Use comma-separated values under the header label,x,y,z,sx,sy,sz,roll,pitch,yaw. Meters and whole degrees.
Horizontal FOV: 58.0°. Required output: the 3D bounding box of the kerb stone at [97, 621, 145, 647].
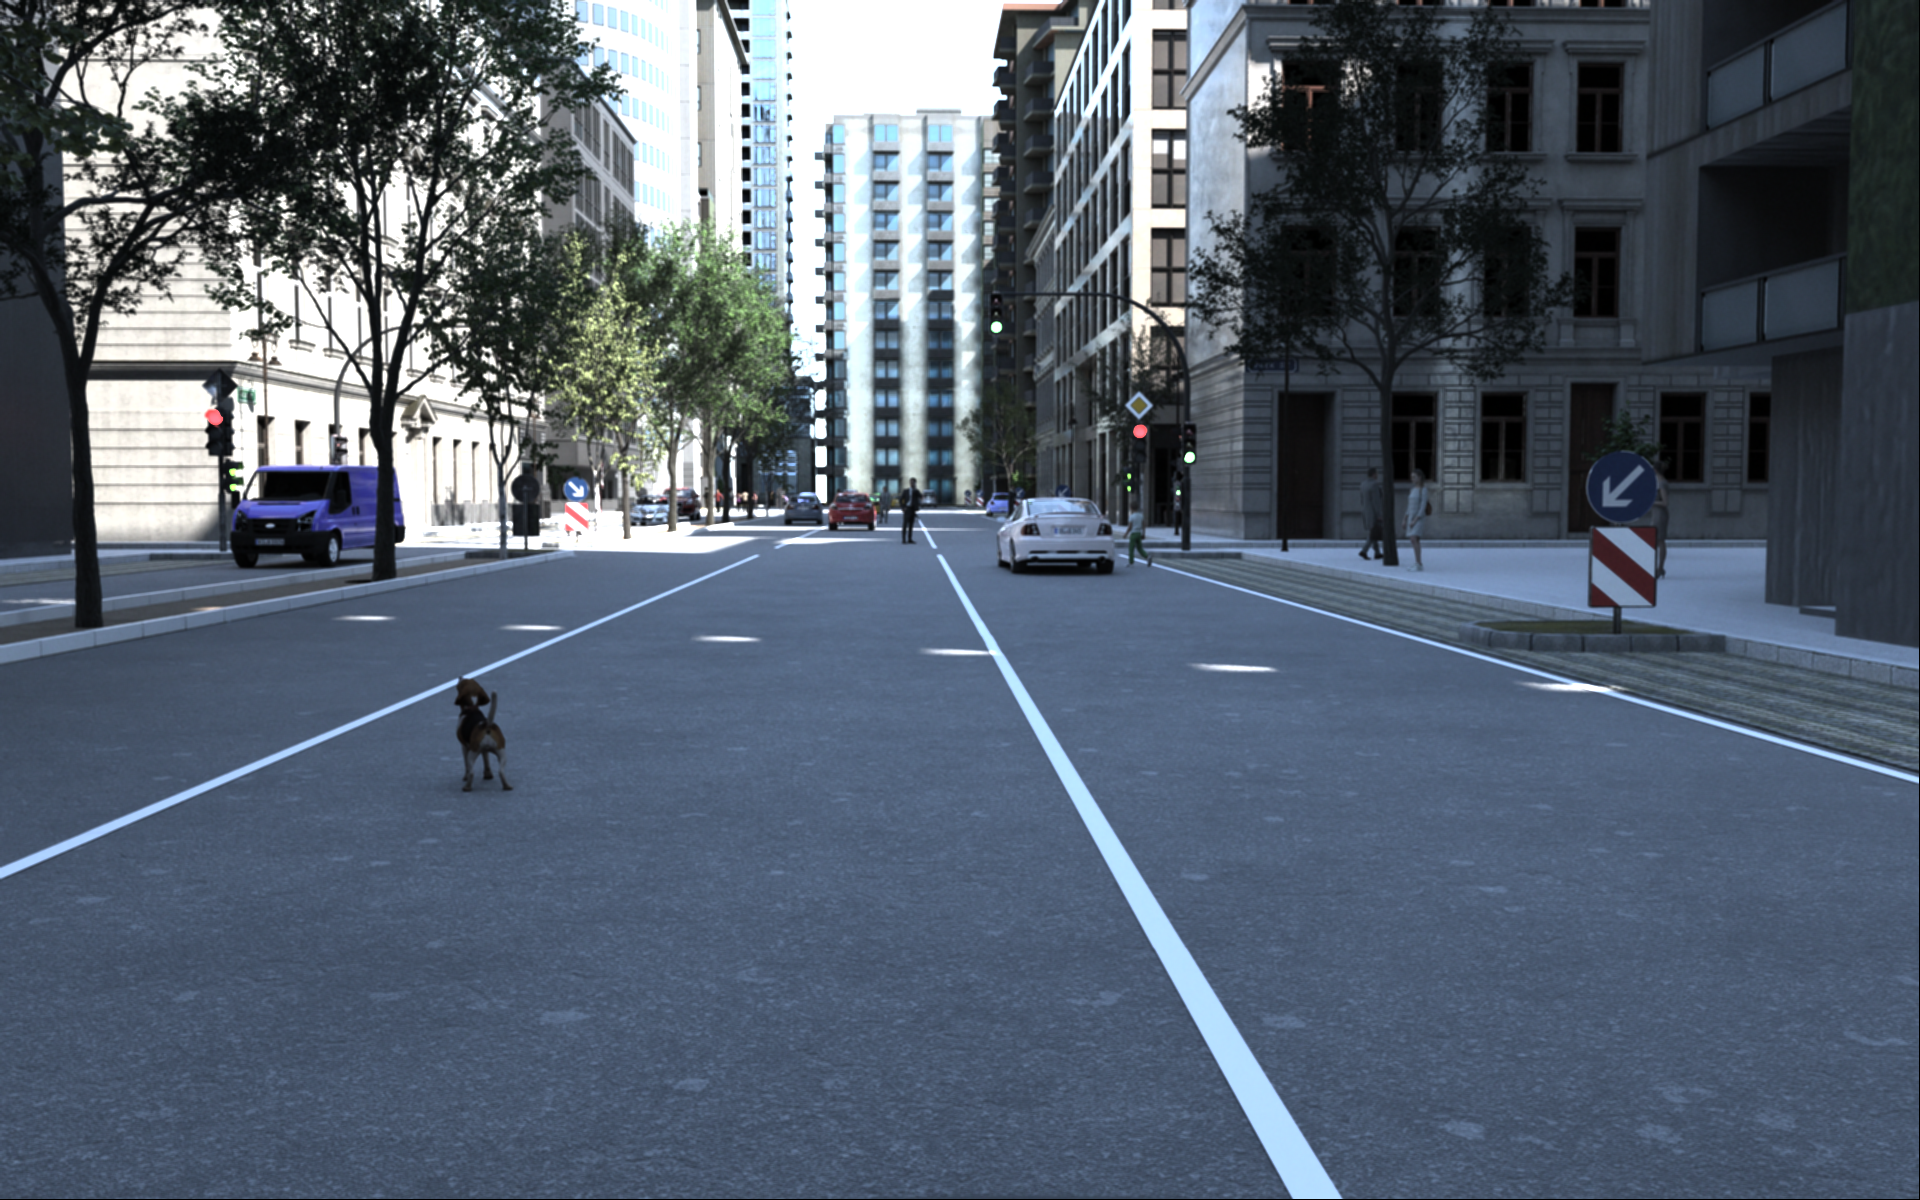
label,x,y,z,sx,sy,sz,roll,pitch,yaw
kerb stone,-8.181,0.335,16.735,0.120,0.150,1.000,0,4,-2

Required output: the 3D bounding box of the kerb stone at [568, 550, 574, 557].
label,x,y,z,sx,sy,sz,roll,pitch,yaw
kerb stone,-8.908,-1.044,39.260,0.120,0.150,1.000,0,4,-2

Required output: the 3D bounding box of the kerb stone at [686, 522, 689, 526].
label,x,y,z,sx,sy,sz,roll,pitch,yaw
kerb stone,-12.224,-3.328,76.613,0.120,0.150,1.000,0,4,-2

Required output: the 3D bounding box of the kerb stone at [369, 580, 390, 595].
label,x,y,z,sx,sy,sz,roll,pitch,yaw
kerb stone,-8.446,-0.167,24.930,0.120,0.150,1.000,0,4,-2

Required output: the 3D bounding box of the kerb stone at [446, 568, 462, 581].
label,x,y,z,sx,sy,sz,roll,pitch,yaw
kerb stone,-8.575,-0.418,29.032,0.120,0.150,1.000,0,4,-2

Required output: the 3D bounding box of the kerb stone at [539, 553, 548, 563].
label,x,y,z,sx,sy,sz,roll,pitch,yaw
kerb stone,-8.819,-0.854,36.194,0.120,0.150,1.000,0,4,-2

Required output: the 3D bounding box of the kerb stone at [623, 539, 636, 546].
label,x,y,z,sx,sy,sz,roll,pitch,yaw
kerb stone,-9.187,-1.576,47.968,0.120,0.150,1.000,0,4,-2

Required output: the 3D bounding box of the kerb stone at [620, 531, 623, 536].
label,x,y,z,sx,sy,sz,roll,pitch,yaw
kerb stone,-11.645,-2.261,59.174,0.120,0.150,1.000,0,4,-2

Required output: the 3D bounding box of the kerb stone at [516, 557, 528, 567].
label,x,y,z,sx,sy,sz,roll,pitch,yaw
kerb stone,-8.746,-0.731,34.151,0.120,0.150,1.000,0,4,-2

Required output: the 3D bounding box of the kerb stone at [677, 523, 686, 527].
label,x,y,z,sx,sy,sz,roll,pitch,yaw
kerb stone,-12.194,-3.263,75.589,0.120,0.150,1.000,0,4,-2

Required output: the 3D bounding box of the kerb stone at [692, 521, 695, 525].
label,x,y,z,sx,sy,sz,roll,pitch,yaw
kerb stone,-12.290,-3.448,78.657,0.120,0.150,1.000,0,4,-2

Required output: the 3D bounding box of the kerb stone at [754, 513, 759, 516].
label,x,y,z,sx,sy,sz,roll,pitch,yaw
kerb stone,-13.419,-5.584,113.492,0.120,0.150,1.000,0,4,-2

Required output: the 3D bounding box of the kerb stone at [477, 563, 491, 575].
label,x,y,z,sx,sy,sz,roll,pitch,yaw
kerb stone,-8.639,-0.543,31.075,0.120,0.150,1.000,0,4,-2

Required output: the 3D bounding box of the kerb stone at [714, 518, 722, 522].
label,x,y,z,sx,sy,sz,roll,pitch,yaw
kerb stone,-12.689,-4.202,90.960,0.120,0.150,1.000,0,4,-2

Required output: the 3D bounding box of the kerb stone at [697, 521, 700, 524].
label,x,y,z,sx,sy,sz,roll,pitch,yaw
kerb stone,-12.355,-3.578,80.704,0.120,0.150,1.000,0,4,-2

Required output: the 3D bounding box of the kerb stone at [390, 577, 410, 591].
label,x,y,z,sx,sy,sz,roll,pitch,yaw
kerb stone,-8.483,-0.230,25.961,0.120,0.150,1.000,0,4,-2

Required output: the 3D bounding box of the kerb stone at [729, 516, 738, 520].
label,x,y,z,sx,sy,sz,roll,pitch,yaw
kerb stone,-12.958,-4.706,99.173,0.120,0.150,1.000,0,4,-2

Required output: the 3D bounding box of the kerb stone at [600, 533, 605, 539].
label,x,y,z,sx,sy,sz,roll,pitch,yaw
kerb stone,-11.525,-2.009,55.072,0.120,0.150,1.000,0,4,-2

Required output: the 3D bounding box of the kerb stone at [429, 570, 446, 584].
label,x,y,z,sx,sy,sz,roll,pitch,yaw
kerb stone,-8.544,-0.353,28.010,0.120,0.150,1.000,0,4,-2

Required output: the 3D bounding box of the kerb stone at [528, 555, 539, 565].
label,x,y,z,sx,sy,sz,roll,pitch,yaw
kerb stone,-8.773,-0.790,35.173,0.120,0.150,1.000,0,4,-2

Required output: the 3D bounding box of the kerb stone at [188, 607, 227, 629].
label,x,y,z,sx,sy,sz,roll,pitch,yaw
kerb stone,-8.238,0.210,18.780,0.120,0.150,1.000,0,4,-2

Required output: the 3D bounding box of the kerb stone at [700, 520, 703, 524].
label,x,y,z,sx,sy,sz,roll,pitch,yaw
kerb stone,-12.387,-3.635,81.726,0.120,0.150,1.000,0,4,-2

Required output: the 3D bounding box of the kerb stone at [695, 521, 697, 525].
label,x,y,z,sx,sy,sz,roll,pitch,yaw
kerb stone,-12.317,-3.516,79.681,0.120,0.150,1.000,0,4,-2

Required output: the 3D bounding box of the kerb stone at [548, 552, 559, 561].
label,x,y,z,sx,sy,sz,roll,pitch,yaw
kerb stone,-8.842,-0.919,37.217,0.120,0.150,1.000,0,4,-2

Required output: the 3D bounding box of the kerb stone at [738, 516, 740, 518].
label,x,y,z,sx,sy,sz,roll,pitch,yaw
kerb stone,-12.989,-4.771,100.198,0.120,0.150,1.000,0,4,-2

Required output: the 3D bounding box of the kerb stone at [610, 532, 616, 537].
label,x,y,z,sx,sy,sz,roll,pitch,yaw
kerb stone,-11.591,-2.129,57.128,0.120,0.150,1.000,0,4,-2

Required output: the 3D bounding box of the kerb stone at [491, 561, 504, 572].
label,x,y,z,sx,sy,sz,roll,pitch,yaw
kerb stone,-8.671,-0.603,32.096,0.120,0.150,1.000,0,4,-2

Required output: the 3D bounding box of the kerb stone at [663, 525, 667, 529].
label,x,y,z,sx,sy,sz,roll,pitch,yaw
kerb stone,-11.987,-2.889,69.437,0.120,0.150,1.000,0,4,-2

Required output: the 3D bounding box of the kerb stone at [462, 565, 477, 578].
label,x,y,z,sx,sy,sz,roll,pitch,yaw
kerb stone,-8.611,-0.481,30.053,0.120,0.150,1.000,0,4,-2

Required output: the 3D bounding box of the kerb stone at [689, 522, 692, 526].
label,x,y,z,sx,sy,sz,roll,pitch,yaw
kerb stone,-12.255,-3.391,77.634,0.120,0.150,1.000,0,4,-2

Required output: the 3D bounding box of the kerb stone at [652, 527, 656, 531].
label,x,y,z,sx,sy,sz,roll,pitch,yaw
kerb stone,-11.885,-2.701,66.355,0.120,0.150,1.000,0,4,-2

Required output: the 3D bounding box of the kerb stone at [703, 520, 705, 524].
label,x,y,z,sx,sy,sz,roll,pitch,yaw
kerb stone,-12.423,-3.701,82.755,0.120,0.150,1.000,0,4,-2

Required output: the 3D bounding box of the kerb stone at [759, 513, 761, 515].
label,x,y,z,sx,sy,sz,roll,pitch,yaw
kerb stone,-13.448,-5.646,114.514,0.120,0.150,1.000,0,4,-2

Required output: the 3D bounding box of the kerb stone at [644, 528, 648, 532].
label,x,y,z,sx,sy,sz,roll,pitch,yaw
kerb stone,-11.828,-2.566,64.292,0.120,0.150,1.000,0,4,-2

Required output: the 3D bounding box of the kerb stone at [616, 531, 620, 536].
label,x,y,z,sx,sy,sz,roll,pitch,yaw
kerb stone,-11.628,-2.199,58.152,0.120,0.150,1.000,0,4,-2

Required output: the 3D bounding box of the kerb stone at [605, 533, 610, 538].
label,x,y,z,sx,sy,sz,roll,pitch,yaw
kerb stone,-11.550,-2.074,56.100,0.120,0.150,1.000,0,4,-2

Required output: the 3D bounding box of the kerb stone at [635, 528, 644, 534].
label,x,y,z,sx,sy,sz,roll,pitch,yaw
kerb stone,-11.790,-2.510,63.269,0.120,0.150,1.000,0,4,-2

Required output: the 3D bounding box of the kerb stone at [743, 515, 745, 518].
label,x,y,z,sx,sy,sz,roll,pitch,yaw
kerb stone,-13.085,-4.955,103.265,0.120,0.150,1.000,0,4,-2

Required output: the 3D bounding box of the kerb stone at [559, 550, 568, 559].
label,x,y,z,sx,sy,sz,roll,pitch,yaw
kerb stone,-8.872,-0.981,38.238,0.120,0.150,1.000,0,4,-2

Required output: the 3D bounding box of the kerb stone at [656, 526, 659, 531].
label,x,y,z,sx,sy,sz,roll,pitch,yaw
kerb stone,-11.925,-2.762,67.388,0.120,0.150,1.000,0,4,-2

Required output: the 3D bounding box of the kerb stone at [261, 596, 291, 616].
label,x,y,z,sx,sy,sz,roll,pitch,yaw
kerb stone,-8.313,0.084,20.835,0.120,0.150,1.000,0,4,-2

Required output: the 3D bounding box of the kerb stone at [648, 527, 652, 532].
label,x,y,z,sx,sy,sz,roll,pitch,yaw
kerb stone,-11.858,-2.632,65.324,0.120,0.150,1.000,0,4,-2

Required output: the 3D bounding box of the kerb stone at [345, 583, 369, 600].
label,x,y,z,sx,sy,sz,roll,pitch,yaw
kerb stone,-8.413,-0.104,23.900,0.120,0.150,1.000,0,4,-2

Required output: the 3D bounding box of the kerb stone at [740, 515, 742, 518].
label,x,y,z,sx,sy,sz,roll,pitch,yaw
kerb stone,-13.020,-4.833,101.221,0.120,0.150,1.000,0,4,-2

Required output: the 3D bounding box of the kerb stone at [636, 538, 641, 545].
label,x,y,z,sx,sy,sz,roll,pitch,yaw
kerb stone,-9.225,-1.639,48.990,0.120,0.150,1.000,0,4,-2

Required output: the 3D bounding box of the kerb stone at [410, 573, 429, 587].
label,x,y,z,sx,sy,sz,roll,pitch,yaw
kerb stone,-8.516,-0.287,26.984,0.120,0.150,1.000,0,4,-2

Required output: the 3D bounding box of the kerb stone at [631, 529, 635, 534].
label,x,y,z,sx,sy,sz,roll,pitch,yaw
kerb stone,-11.723,-2.384,61.224,0.120,0.150,1.000,0,4,-2

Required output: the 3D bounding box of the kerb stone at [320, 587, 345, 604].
label,x,y,z,sx,sy,sz,roll,pitch,yaw
kerb stone,-8.386,-0.042,22.878,0.120,0.150,1.000,0,4,-2

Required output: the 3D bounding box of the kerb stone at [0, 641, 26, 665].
label,x,y,z,sx,sy,sz,roll,pitch,yaw
kerb stone,-8.109,0.464,14.690,0.120,0.150,1.000,0,4,-2

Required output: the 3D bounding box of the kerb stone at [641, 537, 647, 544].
label,x,y,z,sx,sy,sz,roll,pitch,yaw
kerb stone,-9.261,-1.695,50.012,0.120,0.150,1.000,0,4,-2

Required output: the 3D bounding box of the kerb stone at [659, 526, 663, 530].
label,x,y,z,sx,sy,sz,roll,pitch,yaw
kerb stone,-11.962,-2.827,68.409,0.120,0.150,1.000,0,4,-2

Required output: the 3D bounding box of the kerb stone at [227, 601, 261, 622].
label,x,y,z,sx,sy,sz,roll,pitch,yaw
kerb stone,-8.274,0.146,19.812,0.120,0.150,1.000,0,4,-2

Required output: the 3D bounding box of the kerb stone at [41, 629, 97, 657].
label,x,y,z,sx,sy,sz,roll,pitch,yaw
kerb stone,-8.145,0.400,15.711,0.120,0.150,1.000,0,4,-2

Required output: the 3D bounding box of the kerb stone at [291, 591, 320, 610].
label,x,y,z,sx,sy,sz,roll,pitch,yaw
kerb stone,-8.345,0.021,21.857,0.120,0.150,1.000,0,4,-2

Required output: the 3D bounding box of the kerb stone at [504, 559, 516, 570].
label,x,y,z,sx,sy,sz,roll,pitch,yaw
kerb stone,-8.712,-0.668,33.125,0.120,0.150,1.000,0,4,-2

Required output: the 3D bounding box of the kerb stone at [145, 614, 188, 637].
label,x,y,z,sx,sy,sz,roll,pitch,yaw
kerb stone,-8.213,0.274,17.759,0.120,0.150,1.000,0,4,-2
